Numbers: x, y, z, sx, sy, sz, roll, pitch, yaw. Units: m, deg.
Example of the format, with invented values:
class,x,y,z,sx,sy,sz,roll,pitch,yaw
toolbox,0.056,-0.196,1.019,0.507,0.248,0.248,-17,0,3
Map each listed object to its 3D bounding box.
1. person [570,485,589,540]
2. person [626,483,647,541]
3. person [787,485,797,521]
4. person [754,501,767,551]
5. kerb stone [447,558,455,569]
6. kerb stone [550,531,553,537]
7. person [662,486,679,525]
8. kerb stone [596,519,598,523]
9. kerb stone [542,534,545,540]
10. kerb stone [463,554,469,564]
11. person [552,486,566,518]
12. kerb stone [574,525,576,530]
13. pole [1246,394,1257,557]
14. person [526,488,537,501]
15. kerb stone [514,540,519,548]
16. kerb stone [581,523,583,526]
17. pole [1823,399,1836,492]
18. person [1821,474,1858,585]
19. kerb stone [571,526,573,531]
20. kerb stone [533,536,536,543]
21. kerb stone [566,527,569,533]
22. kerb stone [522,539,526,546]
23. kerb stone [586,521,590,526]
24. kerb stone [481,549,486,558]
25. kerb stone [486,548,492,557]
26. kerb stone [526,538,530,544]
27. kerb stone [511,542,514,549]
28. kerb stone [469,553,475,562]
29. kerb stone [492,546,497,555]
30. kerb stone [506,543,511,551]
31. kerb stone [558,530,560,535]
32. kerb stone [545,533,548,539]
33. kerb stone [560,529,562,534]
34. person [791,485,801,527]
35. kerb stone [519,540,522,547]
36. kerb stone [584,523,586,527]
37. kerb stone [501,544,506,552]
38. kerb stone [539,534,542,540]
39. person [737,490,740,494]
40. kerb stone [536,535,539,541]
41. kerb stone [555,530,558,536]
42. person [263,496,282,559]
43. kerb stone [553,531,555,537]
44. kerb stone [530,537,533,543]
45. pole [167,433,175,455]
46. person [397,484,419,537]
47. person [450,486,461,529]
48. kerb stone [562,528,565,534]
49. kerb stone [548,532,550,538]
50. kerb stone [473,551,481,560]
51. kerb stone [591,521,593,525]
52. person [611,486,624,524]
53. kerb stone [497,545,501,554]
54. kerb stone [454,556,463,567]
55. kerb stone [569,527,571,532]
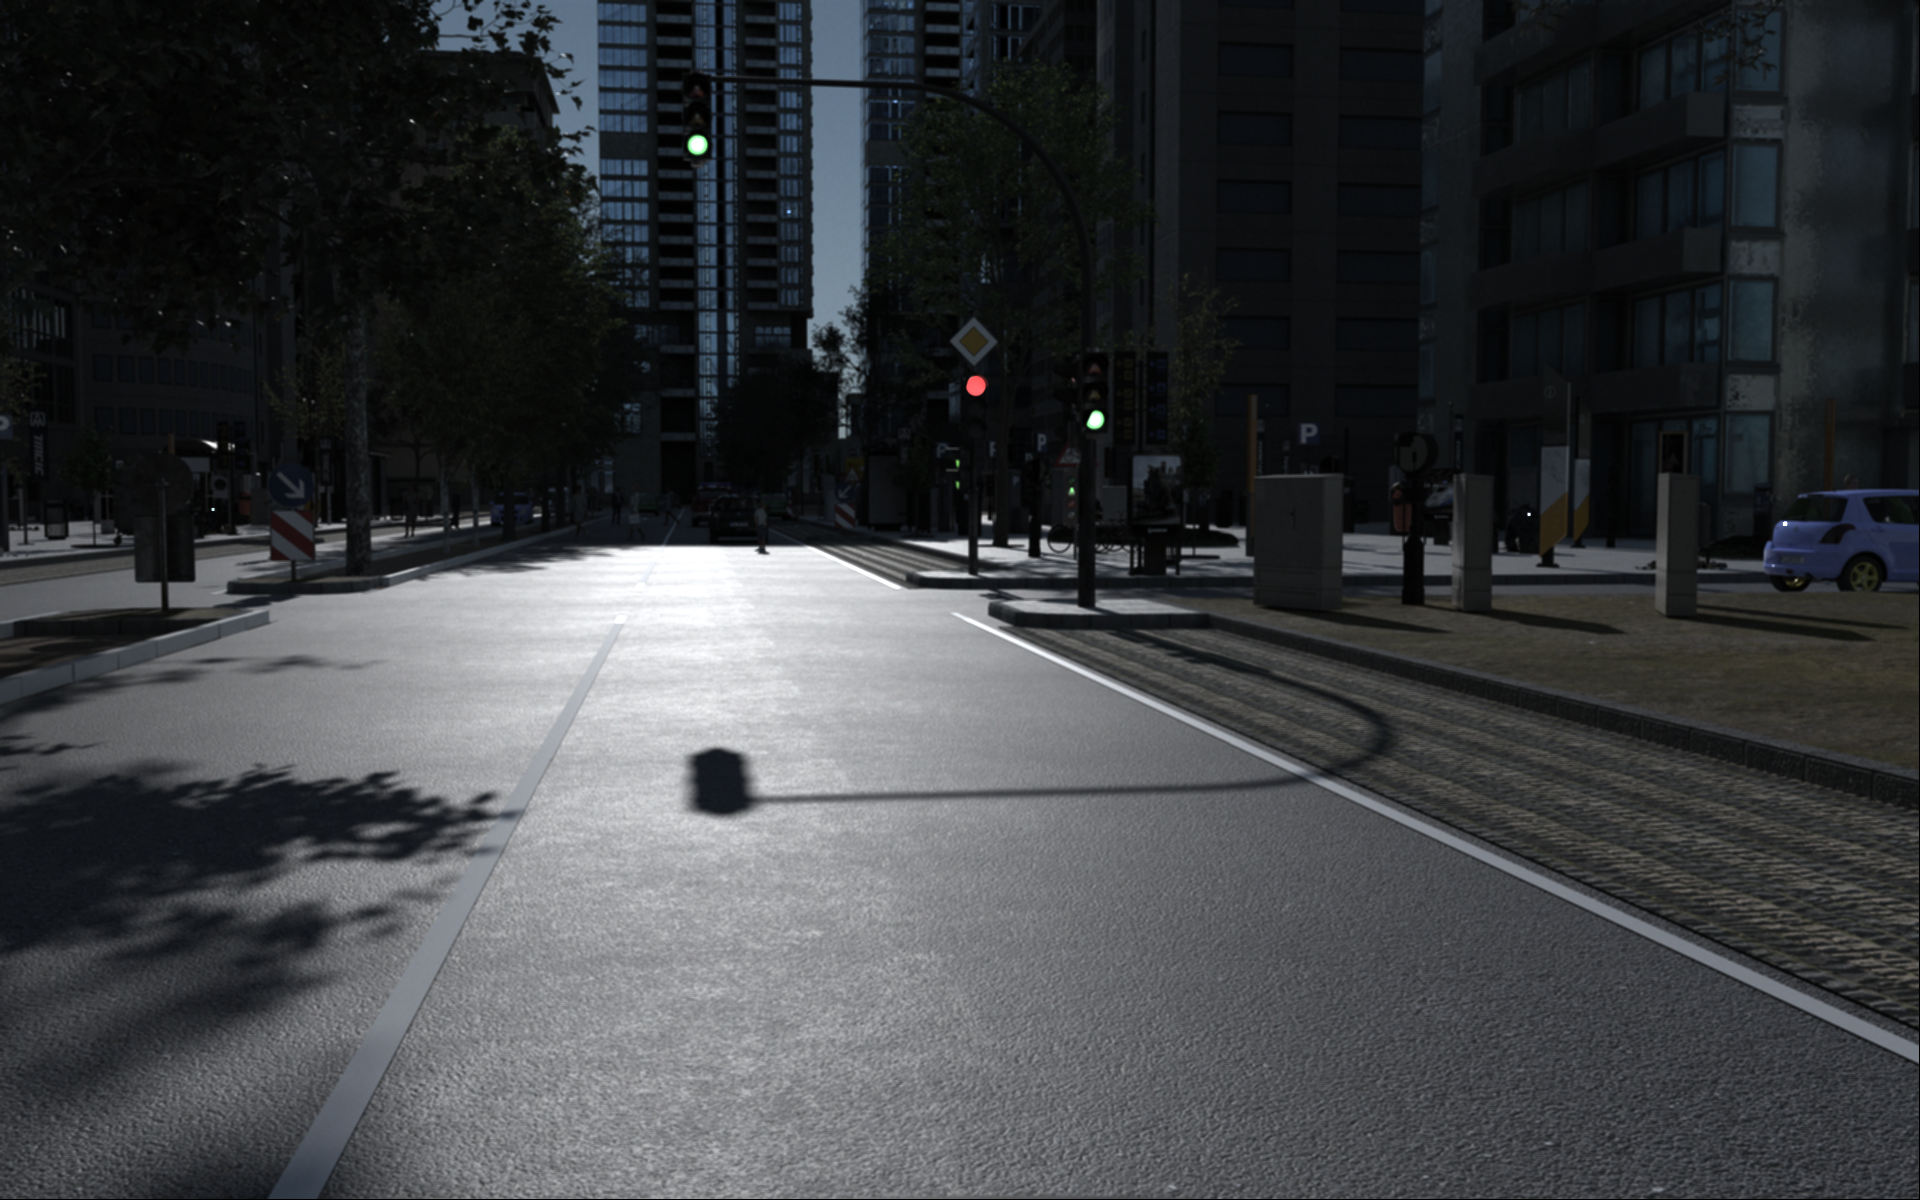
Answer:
class,x,y,z,sx,sy,sz,roll,pitch,yaw
person,-11.920,-2.761,54.385,0.760,1.731,0.466,2,4,26
person,-9.933,-2.705,53.076,0.624,1.780,0.694,-1,4,-8
person,-7.857,-4.492,81.722,0.659,1.850,0.755,-3,4,-37
person,-5.000,-1.848,43.395,0.332,1.250,0.352,0,4,7
kerb stone,-9.907,-0.684,33.384,0.120,0.150,1.000,-1,4,-9
kerb stone,-13.518,-2.106,56.677,0.120,0.150,1.000,-1,4,-9
person,-13.335,-4.345,79.631,0.778,1.811,0.616,-1,4,-20
kerb stone,-17.581,-3.723,83.065,0.120,0.150,1.000,-1,4,-9
kerb stone,-13.038,-1.921,53.629,0.120,0.150,1.000,-1,4,-9
kerb stone,-10.221,-0.808,35.408,0.120,0.150,1.000,-1,4,-9
person,-18.358,-4.318,79.206,0.635,1.810,0.391,-3,4,-38
kerb stone,-15.234,-2.791,67.845,0.120,0.150,1.000,-1,4,-9
pole,5.980,-2.549,35.511,0.158,3.312,0.155,0,3,0
person,-30.017,-6.856,120.584,0.705,1.826,1.348,2,4,33
kerb stone,-11.783,-1.427,45.524,0.120,0.150,1.000,-1,4,-9
kerb stone,-15.861,-3.041,71.912,0.120,0.150,1.000,-1,4,-9
pole,18.677,-2.654,37.236,0.158,3.312,0.155,0,3,0
person,13.896,-1.113,27.365,0.598,1.740,0.731,2,4,23
kerb stone,-14.915,-2.668,65.811,0.120,0.150,1.000,-1,4,-9
kerb stone,-12.575,-1.736,50.587,0.120,0.150,1.000,-1,4,-9
kerb stone,-14.602,-2.544,63.786,0.120,0.150,1.000,-1,4,-9
kerb stone,-12.097,-1.551,47.548,0.120,0.150,1.000,-1,4,-9
kerb stone,-16.648,-3.350,76.970,0.120,0.150,1.000,-1,4,-9
kerb stone,-10.691,-0.993,38.439,0.120,0.150,1.000,-1,4,-9
kerb stone,-10.846,-1.055,39.449,0.120,0.150,1.000,-1,4,-9
kerb stone,-12.252,-1.612,48.568,0.120,0.150,1.000,-1,4,-9
kerb stone,-11.632,-1.363,44.513,0.120,0.150,1.000,-1,4,-9
kerb stone,-10.378,-0.861,36.419,0.120,0.150,1.000,-1,4,-9
kerb stone,-11.002,-1.117,40.460,0.120,0.150,1.000,-1,4,-9
kerb stone,-11.467,-1.302,43.504,0.120,0.150,1.000,-1,4,-9
kerb stone,-13.983,-2.293,59.719,0.120,0.150,1.000,-1,4,-9
kerb stone,-13.193,-1.983,54.639,0.120,0.150,1.000,-1,4,-9
kerb stone,-14.137,-2.357,60.740,0.120,0.150,1.000,-1,4,-9
person,-7.058,-4.037,74.485,0.573,1.828,0.580,-3,5,-41
kerb stone,-11.942,-1.489,46.536,0.120,0.150,1.000,-1,4,-9
kerb stone,-16.175,-3.164,73.935,0.120,0.150,1.000,-1,4,-9
kerb stone,-11.318,-1.241,42.493,0.120,0.150,1.000,-1,4,-9
kerb stone,-12.882,-1.856,52.612,0.120,0.150,1.000,-1,4,-9
person,-21.931,-10.008,172.231,0.705,1.812,1.348,3,5,42
kerb stone,-12.718,-1.798,51.599,0.120,0.150,1.000,-1,4,-9
kerb stone,-13.823,-2.231,58.707,0.120,0.150,1.000,-1,4,-9
person,-15.105,-1.800,38.103,0.511,1.800,0.466,3,5,41
kerb stone,-13.668,-2.171,57.693,0.120,0.150,1.000,-1,4,-9
kerb stone,-12.413,-1.675,49.577,0.120,0.150,1.000,-1,4,-9
pole,-26.389,-3.925,58.016,0.158,3.312,0.155,0,3,0
person,-18.452,-3.000,57.910,0.716,1.782,0.532,-1,4,-12
person,-20.535,-3.759,70.383,0.534,1.772,0.576,-2,4,-27
kerb stone,-14.288,-2.413,61.751,0.120,0.150,1.000,-1,4,-9
kerb stone,-13.353,-2.047,55.657,0.120,0.150,1.000,-1,4,-9
kerb stone,-10.536,-0.932,37.428,0.120,0.150,1.000,-1,4,-9
kerb stone,-16.961,-3.472,79.004,0.120,0.150,1.000,-1,4,-9
person,-16.255,-4.486,82.025,0.721,1.800,0.419,-2,4,-35
kerb stone,-11.160,-1.179,41.476,0.120,0.150,1.000,-1,4,-9
kerb stone,-10.058,-0.746,34.398,0.120,0.150,1.000,-1,4,-9
kerb stone,-14.763,-2.606,64.796,0.120,0.150,1.000,-1,4,-9
